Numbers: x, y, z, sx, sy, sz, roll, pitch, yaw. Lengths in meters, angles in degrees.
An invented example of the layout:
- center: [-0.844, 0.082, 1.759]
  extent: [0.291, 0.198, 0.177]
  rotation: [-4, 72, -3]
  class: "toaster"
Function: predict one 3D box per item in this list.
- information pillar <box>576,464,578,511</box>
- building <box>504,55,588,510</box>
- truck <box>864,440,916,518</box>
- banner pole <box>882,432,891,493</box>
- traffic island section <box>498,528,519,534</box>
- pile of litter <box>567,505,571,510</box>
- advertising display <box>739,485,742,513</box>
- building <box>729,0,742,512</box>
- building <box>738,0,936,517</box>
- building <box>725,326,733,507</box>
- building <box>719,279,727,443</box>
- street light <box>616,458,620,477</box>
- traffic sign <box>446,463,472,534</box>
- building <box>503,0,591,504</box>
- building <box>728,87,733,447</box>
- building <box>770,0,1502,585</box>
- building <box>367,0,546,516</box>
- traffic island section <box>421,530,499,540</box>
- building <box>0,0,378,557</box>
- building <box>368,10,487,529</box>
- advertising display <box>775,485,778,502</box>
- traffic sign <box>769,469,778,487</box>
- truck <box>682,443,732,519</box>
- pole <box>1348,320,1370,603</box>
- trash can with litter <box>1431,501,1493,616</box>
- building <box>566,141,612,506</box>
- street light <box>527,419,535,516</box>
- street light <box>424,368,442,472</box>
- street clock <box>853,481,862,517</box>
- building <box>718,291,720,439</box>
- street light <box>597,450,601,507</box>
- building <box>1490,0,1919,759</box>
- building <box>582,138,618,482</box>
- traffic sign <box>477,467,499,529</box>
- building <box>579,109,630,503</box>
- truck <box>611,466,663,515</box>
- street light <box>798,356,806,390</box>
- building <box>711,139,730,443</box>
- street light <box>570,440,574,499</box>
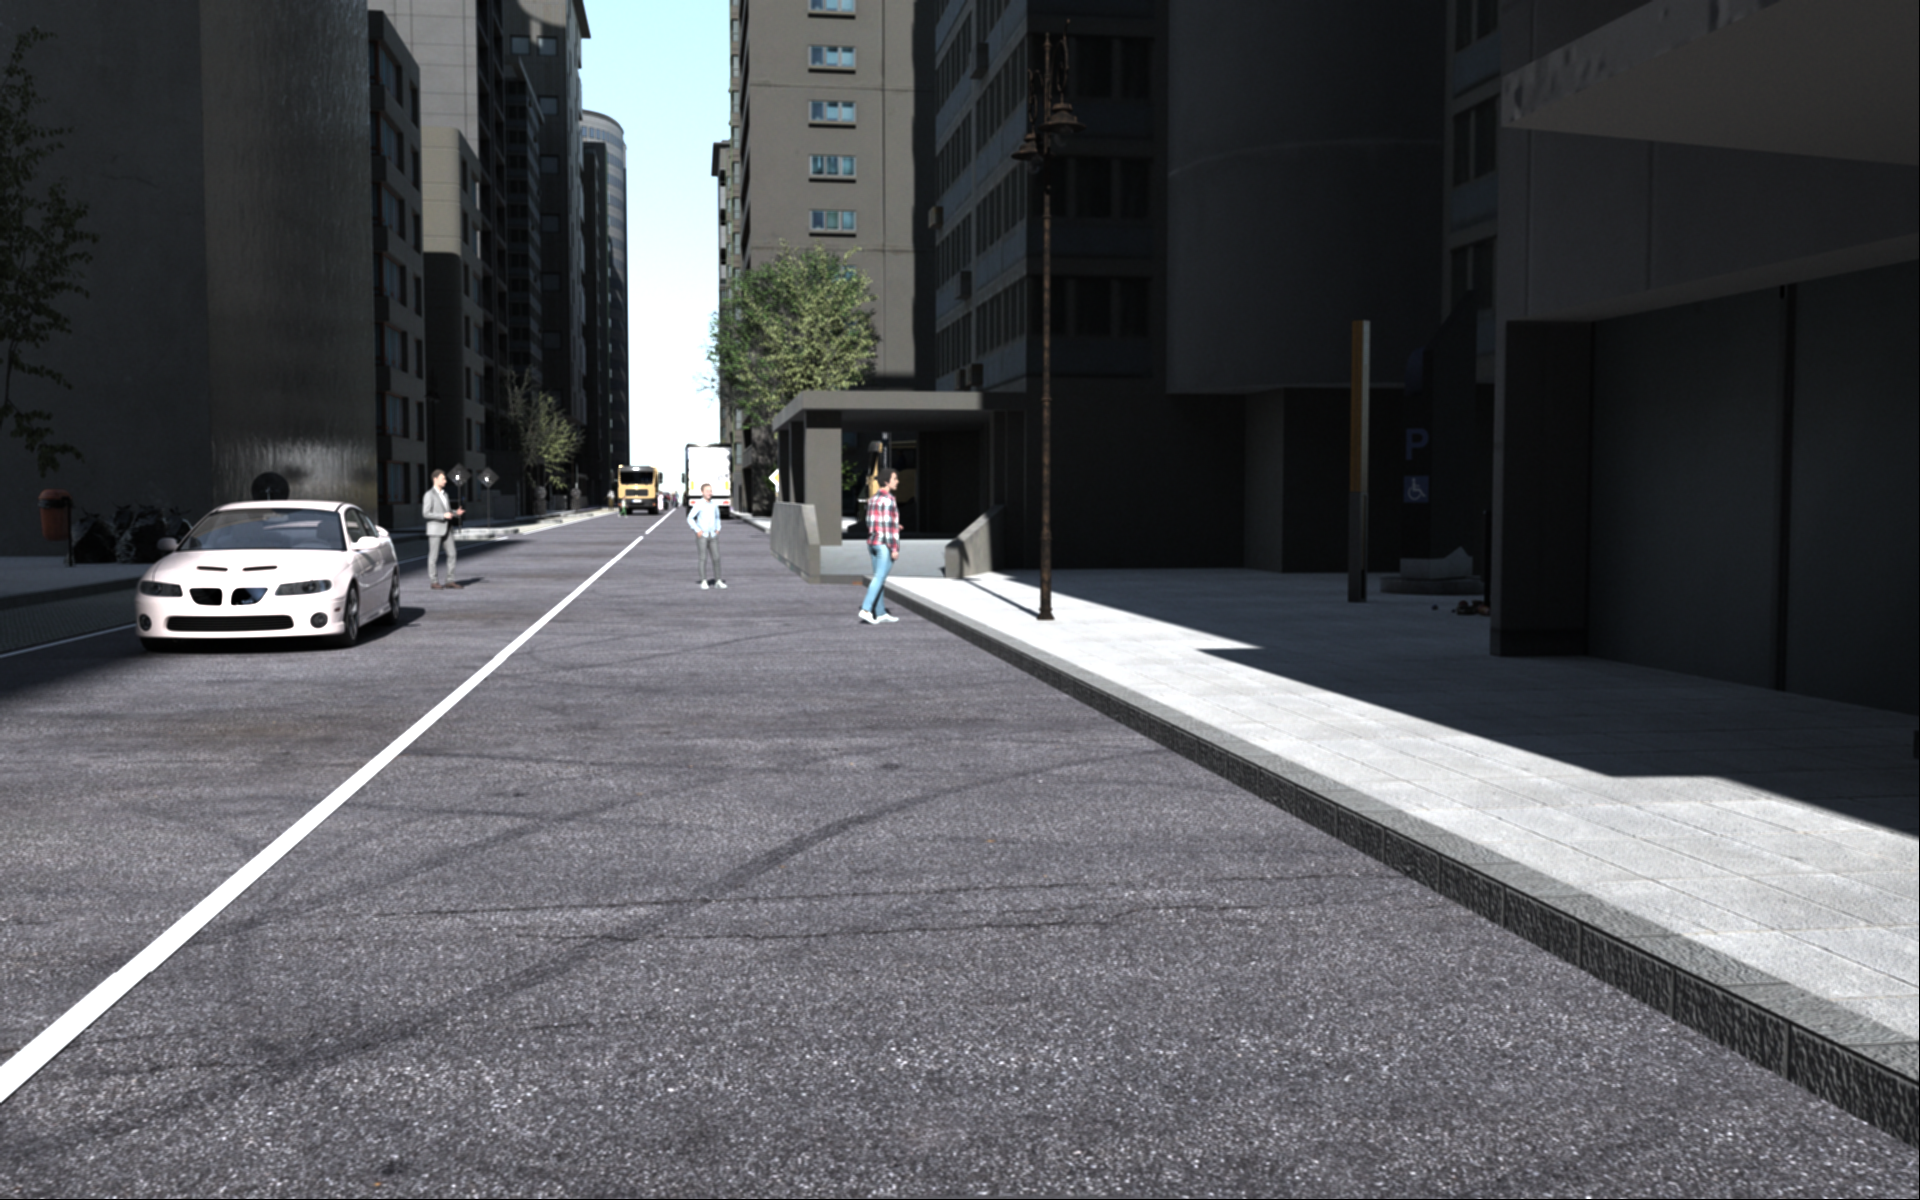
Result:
- center: [-29.544, -8.694, 133.503]
  extent: [0.183, 3.616, 0.504]
  rotation: [-1, 4, -10]
  class: "information pillar"
- center: [-48.497, -27.787, 146.194]
  extent: [32.217, 40.220, 23.993]
  rotation: [-1, 4, -9]
  class: "building"
- center: [0.638, -4.074, 62.527]
  extent: [9.791, 3.379, 3.469]
  rotation: [0, 4, -7]
  class: "truck"
- center: [-2.300, -3.963, 54.815]
  extent: [0.401, 3.779, 0.863]
  rotation: [1, 4, 22]
  class: "banner pole"
- center: [-17.258, -2.513, 63.367]
  extent: [2.009, 0.180, 2.903]
  rotation: [-1, 4, -9]
  class: "traffic island section"
- center: [-31.468, -7.533, 137.127]
  extent: [1.719, 0.858, 1.176]
  rotation: [-1, 4, -16]
  class: "pile of litter"
- center: [-14.933, -6.882, 117.741]
  extent: [0.123, 1.923, 0.974]
  rotation: [0, 4, -5]
  class: "advertising display"
- center: [-10.505, -27.473, 132.786]
  extent: [14.154, 41.232, 14.086]
  rotation: [-1, 4, -9]
  class: "building"
- center: [-2.710, -29.600, 107.663]
  extent: [21.300, 48.544, 21.600]
  rotation: [-1, 4, -9]
  class: "building"
- center: [-11.367, -21.013, 188.608]
  extent: [27.650, 21.520, 28.899]
  rotation: [-1, 4, -9]
  class: "building"
- center: [-25.242, -28.227, 233.211]
  extent: [14.160, 30.474, 14.107]
  rotation: [-1, 4, -9]
  class: "building"
- center: [-43.764, -15.212, 221.506]
  extent: [0.468, 5.910, 1.993]
  rotation: [-1, 4, -9]
  class: "street light"
- center: [-16.016, -3.167, 55.417]
  extent: [0.795, 2.450, 0.064]
  rotation: [-1, 4, -9]
  class: "traffic sign"
- center: [-51.684, -35.655, 172.198]
  extent: [28.713, 52.752, 27.495]
  rotation: [-1, 4, -9]
  class: "building"
- center: [-9.864, -30.846, 158.959]
  extent: [22.147, 44.769, 28.867]
  rotation: [-1, 4, -9]
  class: "building"
- center: [12.467, -21.021, 35.580]
  extent: [32.217, 40.220, 23.993]
  rotation: [-1, 4, -9]
  class: "building"
- center: [-36.700, -40.838, 105.949]
  extent: [20.563, 71.187, 20.611]
  rotation: [-1, 4, -9]
  class: "building"
- center: [-16.038, -2.030, 55.476]
  extent: [2.009, 0.180, 2.903]
  rotation: [-1, 4, -9]
  class: "traffic island section"
- center: [-33.815, -14.535, 42.156]
  extent: [34.151, 26.468, 19.350]
  rotation: [-1, 4, -9]
  class: "building"
- center: [-36.456, -14.030, 74.422]
  extent: [27.650, 21.520, 28.899]
  rotation: [-1, 4, -9]
  class: "building"
- center: [-7.817, -4.434, 77.715]
  extent: [0.974, 1.923, 0.123]
  rotation: [-1, 4, -8]
  class: "advertising display"
- center: [-6.763, -3.747, 64.901]
  extent: [0.795, 2.450, 0.064]
  rotation: [-1, 4, -9]
  class: "traffic sign"
- center: [-14.774, -6.866, 101.174]
  extent: [2.839, 4.237, 11.283]
  rotation: [-1, 4, -10]
  class: "truck"
- center: [4.711, -1.627, 20.438]
  extent: [0.158, 3.312, 0.155]
  rotation: [0, 3, 0]
  class: "pole"
- center: [6.013, -0.478, 18.866]
  extent: [1.678, 1.210, 2.233]
  rotation: [2, 4, 30]
  class: "trash can with litter"
- center: [-46.840, -31.257, 194.639]
  extent: [14.154, 41.232, 14.086]
  rotation: [-1, 4, -9]
  class: "building"
- center: [-25.540, -7.985, 103.347]
  extent: [0.468, 5.910, 1.993]
  rotation: [-1, 4, -9]
  class: "street light"
- center: [-19.307, -5.554, 63.595]
  extent: [0.468, 5.910, 1.993]
  rotation: [-1, 4, -9]
  class: "street light"
- center: [-5.634, -5.522, 94.858]
  extent: [0.471, 2.002, 0.358]
  rotation: [-3, 5, -43]
  class: "street clock"
- center: [-28.058, -40.554, 282.671]
  extent: [23.786, 49.044, 30.456]
  rotation: [-1, 4, -9]
  class: "building"
- center: [-37.096, -12.569, 178.291]
  extent: [0.468, 5.910, 1.993]
  rotation: [-1, 4, -9]
  class: "street light"
- center: [17.040, -25.234, 1.822]
  extent: [28.713, 52.752, 27.495]
  rotation: [-1, 4, -9]
  class: "building"
- center: [-58.568, -37.477, 232.363]
  extent: [23.786, 49.044, 30.456]
  rotation: [-1, 4, -9]
  class: "building"
- center: [-17.236, -3.649, 63.309]
  extent: [0.795, 2.450, 0.064]
  rotation: [-1, 4, -9]
  class: "traffic sign"
- center: [-61.319, -44.027, 261.839]
  extent: [21.231, 58.520, 28.212]
  rotation: [-1, 4, -9]
  class: "building"
- center: [-22.332, -7.610, 120.352]
  extent: [3.469, 3.379, 9.791]
  rotation: [-1, 4, -9]
  class: "truck"
- center: [-5.040, -5.130, 56.663]
  extent: [0.468, 5.910, 1.993]
  rotation: [-1, 4, -9]
  class: "street light"
- center: [-21.693, -40.675, 254.275]
  extent: [28.713, 52.752, 27.495]
  rotation: [-1, 4, -9]
  class: "building"
- center: [-31.048, -10.155, 138.819]
  extent: [0.468, 5.910, 1.993]
  rotation: [-1, 4, -9]
  class: "street light"
